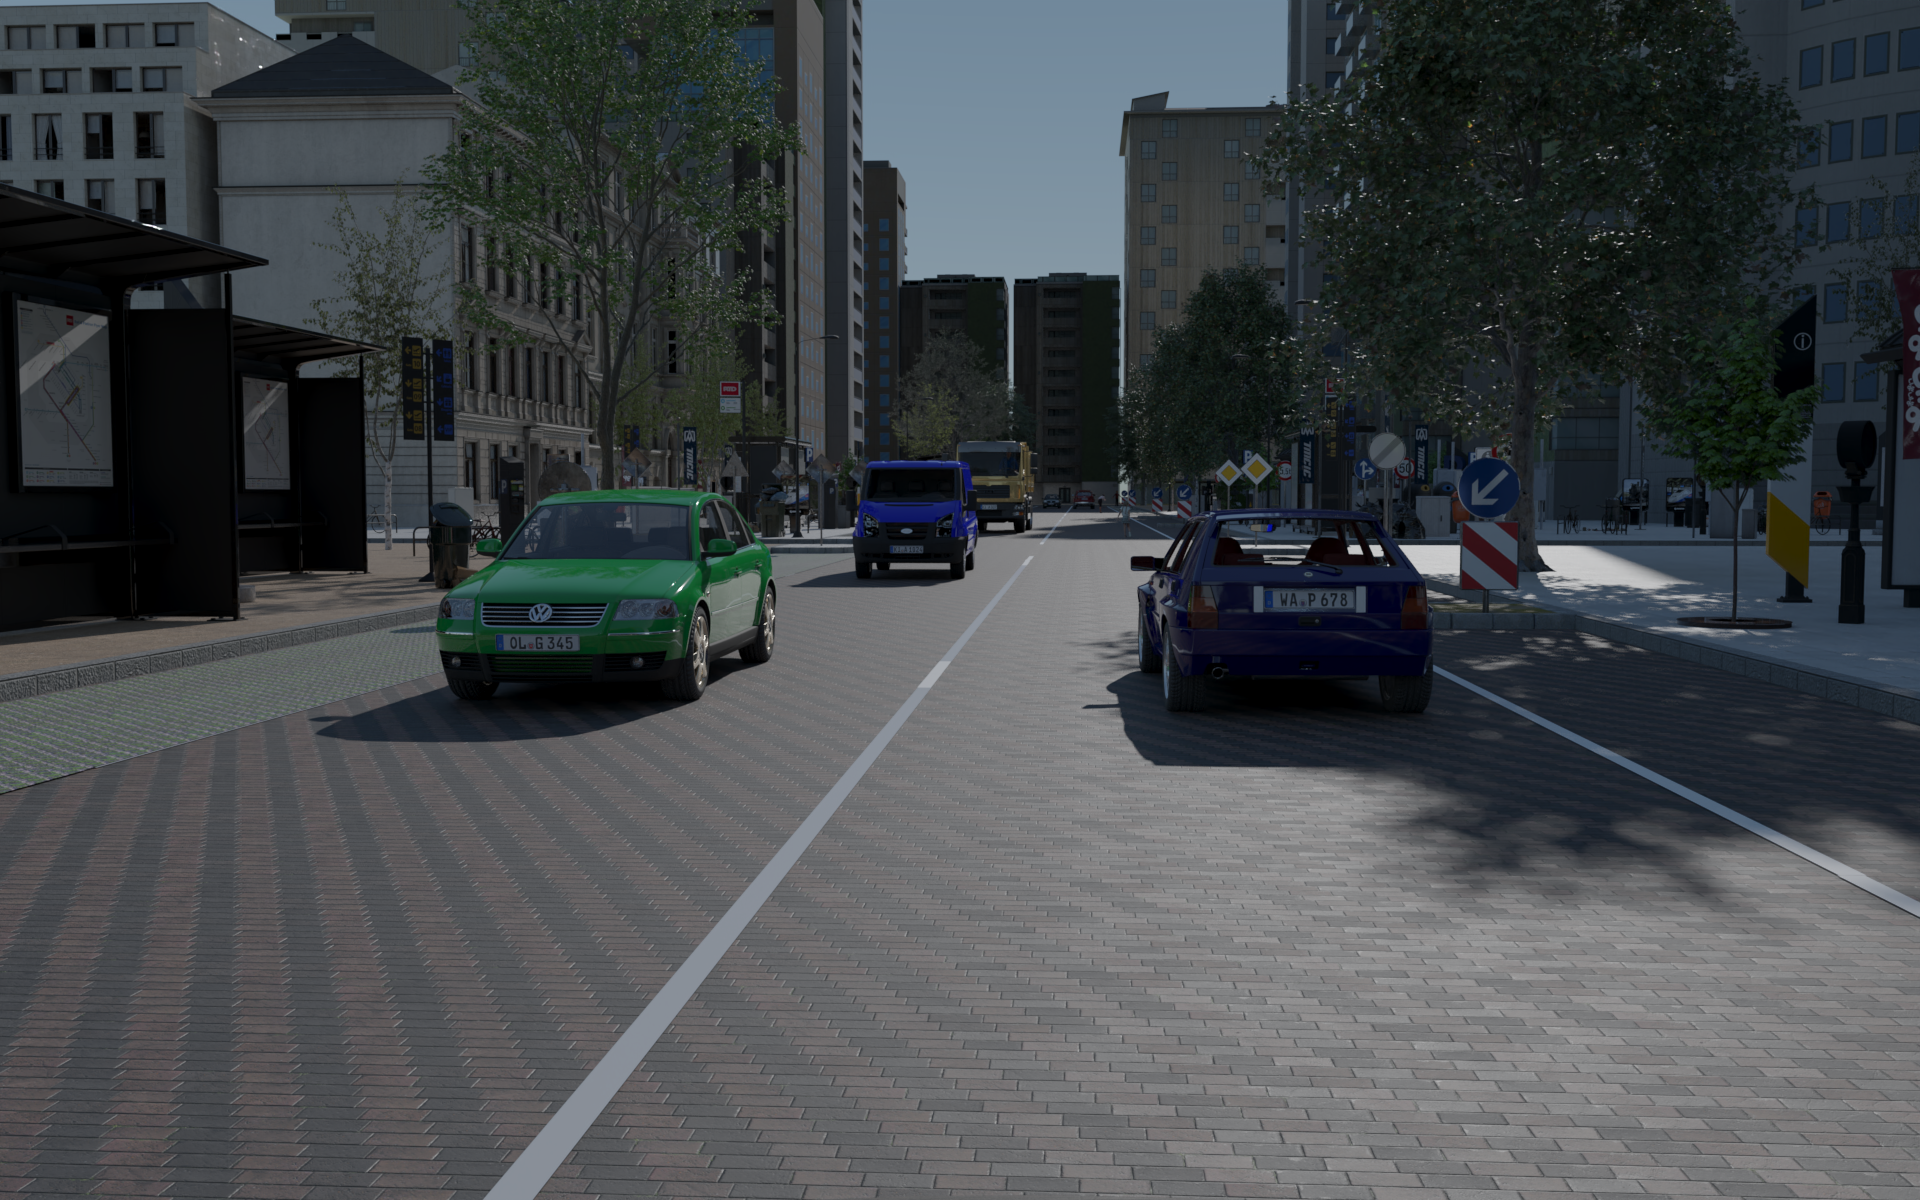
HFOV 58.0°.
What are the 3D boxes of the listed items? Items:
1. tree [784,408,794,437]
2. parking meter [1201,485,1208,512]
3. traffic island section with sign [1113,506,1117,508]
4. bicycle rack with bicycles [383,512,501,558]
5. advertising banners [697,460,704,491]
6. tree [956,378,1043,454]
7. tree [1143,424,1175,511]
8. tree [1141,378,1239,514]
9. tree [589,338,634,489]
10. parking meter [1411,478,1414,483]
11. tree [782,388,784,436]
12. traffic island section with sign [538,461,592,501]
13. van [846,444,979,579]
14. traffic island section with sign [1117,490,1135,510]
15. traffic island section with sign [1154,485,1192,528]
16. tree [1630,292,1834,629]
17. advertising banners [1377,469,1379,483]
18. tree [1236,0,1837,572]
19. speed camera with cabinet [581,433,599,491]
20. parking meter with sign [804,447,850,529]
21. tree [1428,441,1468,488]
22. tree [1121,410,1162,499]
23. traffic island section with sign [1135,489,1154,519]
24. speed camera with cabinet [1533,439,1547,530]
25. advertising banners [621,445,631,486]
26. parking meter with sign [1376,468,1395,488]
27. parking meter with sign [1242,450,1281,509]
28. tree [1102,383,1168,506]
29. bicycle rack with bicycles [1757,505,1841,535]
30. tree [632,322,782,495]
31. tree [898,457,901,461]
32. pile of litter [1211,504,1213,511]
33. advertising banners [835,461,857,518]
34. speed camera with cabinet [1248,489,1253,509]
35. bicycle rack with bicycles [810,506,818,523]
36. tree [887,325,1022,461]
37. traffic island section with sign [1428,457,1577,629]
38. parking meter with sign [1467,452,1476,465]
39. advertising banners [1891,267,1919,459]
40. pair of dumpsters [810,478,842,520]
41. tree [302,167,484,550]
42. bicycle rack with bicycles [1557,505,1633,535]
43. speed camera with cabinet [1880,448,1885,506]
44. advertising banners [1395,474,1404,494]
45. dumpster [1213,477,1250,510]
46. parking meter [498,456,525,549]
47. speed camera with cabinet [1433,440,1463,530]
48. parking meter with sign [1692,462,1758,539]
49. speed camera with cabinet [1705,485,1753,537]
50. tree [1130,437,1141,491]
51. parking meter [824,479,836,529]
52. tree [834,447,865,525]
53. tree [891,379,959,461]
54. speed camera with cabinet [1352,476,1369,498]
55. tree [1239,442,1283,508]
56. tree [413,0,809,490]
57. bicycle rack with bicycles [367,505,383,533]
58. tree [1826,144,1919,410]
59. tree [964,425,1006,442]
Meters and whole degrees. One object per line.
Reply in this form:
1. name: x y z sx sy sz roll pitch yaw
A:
1. tree: -12.590 -9.896 112.168 4.737 8.622 4.395 0 3 0
2. parking meter: 16.558 -6.819 117.205 0.399 1.863 0.255 -1 4 -14
3. traffic island section with sign: 16.878 -10.426 179.090 1.989 1.847 2.006 0 4 4
4. bicycle rack with bicycles: -9.786 -1.357 35.566 2.925 0.926 2.852 -3 5 -41
5. advertising banners: -13.865 -5.673 88.947 2.074 3.025 0.090 2 4 35
6. tree: 4.203 -17.273 189.066 9.857 13.997 8.962 0 3 0
7. tree: 15.671 -10.949 129.379 4.360 8.622 3.978 0 3 0
8. tree: 13.440 -8.962 96.894 4.737 8.622 4.395 0 3 0
9. tree: -14.755 -7.783 77.614 4.737 8.622 4.395 0 3 0
10. parking meter: 16.626 -3.511 63.109 0.255 1.863 0.399 -2 4 -34
11. tree: -11.999 -8.225 84.837 4.737 8.622 4.395 0 3 0
12. traffic island section with sign: -4.716 -0.706 20.170 1.989 1.847 2.006 0 4 4
13. van: -0.742 -1.635 31.124 2.240 2.365 5.245 0 4 3
14. traffic island section with sign: 14.941 -8.743 151.571 1.989 1.847 2.006 0 4 4
15. traffic island section with sign: 9.509 -4.035 74.606 1.989 1.847 2.006 0 4 4
16. tree: 7.581 -1.351 16.693 1.663 3.219 1.824 0 3 0
17. advertising banners: 28.619 -7.548 119.593 0.090 3.025 2.074 0 4 -3
18. tree: 9.402 -6.814 28.417 9.611 12.733 9.660 0 3 0
19. speed camera with cabinet: -11.985 -3.760 55.814 0.660 3.252 2.038 -1 4 -10
20. parking meter with sign: -4.916 -4.174 64.512 1.738 3.016 0.543 2 4 25
21. tree: 30.139 -7.549 107.135 4.285 4.588 4.351 0 3 0
22. tree: 18.694 -14.021 163.654 7.601 10.594 8.767 0 4 -7
23. traffic island section with sign: 11.413 -5.680 101.494 1.989 1.847 2.006 0 4 4
24. speed camera with cabinet: 20.817 -4.207 63.128 0.660 3.252 2.038 0 4 4
25. advertising banners: -12.558 -4.022 61.950 2.074 3.025 0.090 1 4 18
26. parking meter with sign: 26.889 -6.979 110.366 1.738 3.016 0.543 -1 4 -8
27. parking meter with sign: 11.838 -4.374 67.783 0.543 3.016 1.738 -3 4 -37
28. tree: 20.589 -17.521 193.126 9.857 13.997 8.962 0 3 0
29. bicycle rack with bicycles: 26.187 -2.524 54.643 2.925 0.926 2.852 -2 4 -29
30. tree: -10.506 -7.468 72.462 4.737 8.622 4.395 0 3 0
31. tree: -3.033 -5.794 89.333 1.663 3.219 1.824 0 3 0
32. pile of litter: 15.042 -5.470 103.395 1.176 0.858 1.719 0 4 5
33. advertising banners: -6.095 -5.967 93.747 0.090 3.025 2.074 2 4 35
34. speed camera with cabinet: 16.985 -6.540 101.270 0.660 3.252 2.038 2 4 34
35. bicycle rack with bicycles: -6.371 -3.814 75.736 2.925 0.926 2.852 0 4 -6
36. tree: -0.297 -13.133 125.099 12.009 13.543 11.850 0 3 0
37. traffic island section with sign: 5.622 -0.657 19.367 1.989 1.847 2.006 0 4 4
38. parking meter with sign: 21.185 -4.671 72.624 0.543 3.016 1.738 0 4 -8
39. advertising banners: 8.219 -1.049 13.343 2.074 3.025 0.090 0 4 7
40. pair of dumpsters: -6.827 -5.064 85.295 1.574 2.255 4.437 0 4 4
41. tree: -13.136 -5.472 39.835 4.360 8.622 3.978 0 3 0
42. bicycle rack with bicycles: 20.377 -2.580 55.565 2.852 0.926 2.925 2 4 27
43. speed camera with cabinet: 18.212 -2.313 32.161 2.038 3.252 0.660 0 4 -8
44. advertising banners: 21.250 -5.273 82.409 2.074 3.025 0.090 -3 4 -39
45. dumpster: 11.443 -4.296 72.739 1.502 2.255 1.985 0 4 4
46. parking meter: -6.914 -1.288 26.769 0.255 1.863 0.399 -3 5 -39
47. speed camera with cabinet: 17.606 -4.158 62.319 0.660 3.252 2.038 0 4 -1
48. parking meter with sign: 22.020 -3.278 49.849 1.738 3.016 0.543 3 4 36
49. speed camera with cabinet: 23.505 -3.582 52.897 0.660 3.252 2.038 0 4 -1
50. tree: 19.998 -14.331 184.666 4.737 8.622 4.395 0 3 0
51. parking meter: -4.760 -3.525 63.351 0.399 1.863 0.255 -3 5 -44
52. tree: -4.627 -4.731 71.949 1.663 3.219 1.824 0 3 0
53. tree: -2.004 -9.775 110.189 4.360 8.622 3.978 0 3 0
54. speed camera with cabinet: 20.785 -5.798 89.139 2.038 3.252 0.660 0 4 6
55. tree: 11.098 -4.258 64.225 1.663 3.219 1.824 0 3 0
56. tree: -6.548 -6.512 32.223 9.928 11.665 9.643 0 3 0
57. bicycle rack with bicycles: -19.903 -2.636 56.481 2.852 0.926 2.925 2 4 30
58. tree: 20.740 -5.316 37.280 4.360 8.622 3.978 0 3 0
59. tree: 2.495 -13.388 169.259 4.737 8.622 4.395 0 3 0
